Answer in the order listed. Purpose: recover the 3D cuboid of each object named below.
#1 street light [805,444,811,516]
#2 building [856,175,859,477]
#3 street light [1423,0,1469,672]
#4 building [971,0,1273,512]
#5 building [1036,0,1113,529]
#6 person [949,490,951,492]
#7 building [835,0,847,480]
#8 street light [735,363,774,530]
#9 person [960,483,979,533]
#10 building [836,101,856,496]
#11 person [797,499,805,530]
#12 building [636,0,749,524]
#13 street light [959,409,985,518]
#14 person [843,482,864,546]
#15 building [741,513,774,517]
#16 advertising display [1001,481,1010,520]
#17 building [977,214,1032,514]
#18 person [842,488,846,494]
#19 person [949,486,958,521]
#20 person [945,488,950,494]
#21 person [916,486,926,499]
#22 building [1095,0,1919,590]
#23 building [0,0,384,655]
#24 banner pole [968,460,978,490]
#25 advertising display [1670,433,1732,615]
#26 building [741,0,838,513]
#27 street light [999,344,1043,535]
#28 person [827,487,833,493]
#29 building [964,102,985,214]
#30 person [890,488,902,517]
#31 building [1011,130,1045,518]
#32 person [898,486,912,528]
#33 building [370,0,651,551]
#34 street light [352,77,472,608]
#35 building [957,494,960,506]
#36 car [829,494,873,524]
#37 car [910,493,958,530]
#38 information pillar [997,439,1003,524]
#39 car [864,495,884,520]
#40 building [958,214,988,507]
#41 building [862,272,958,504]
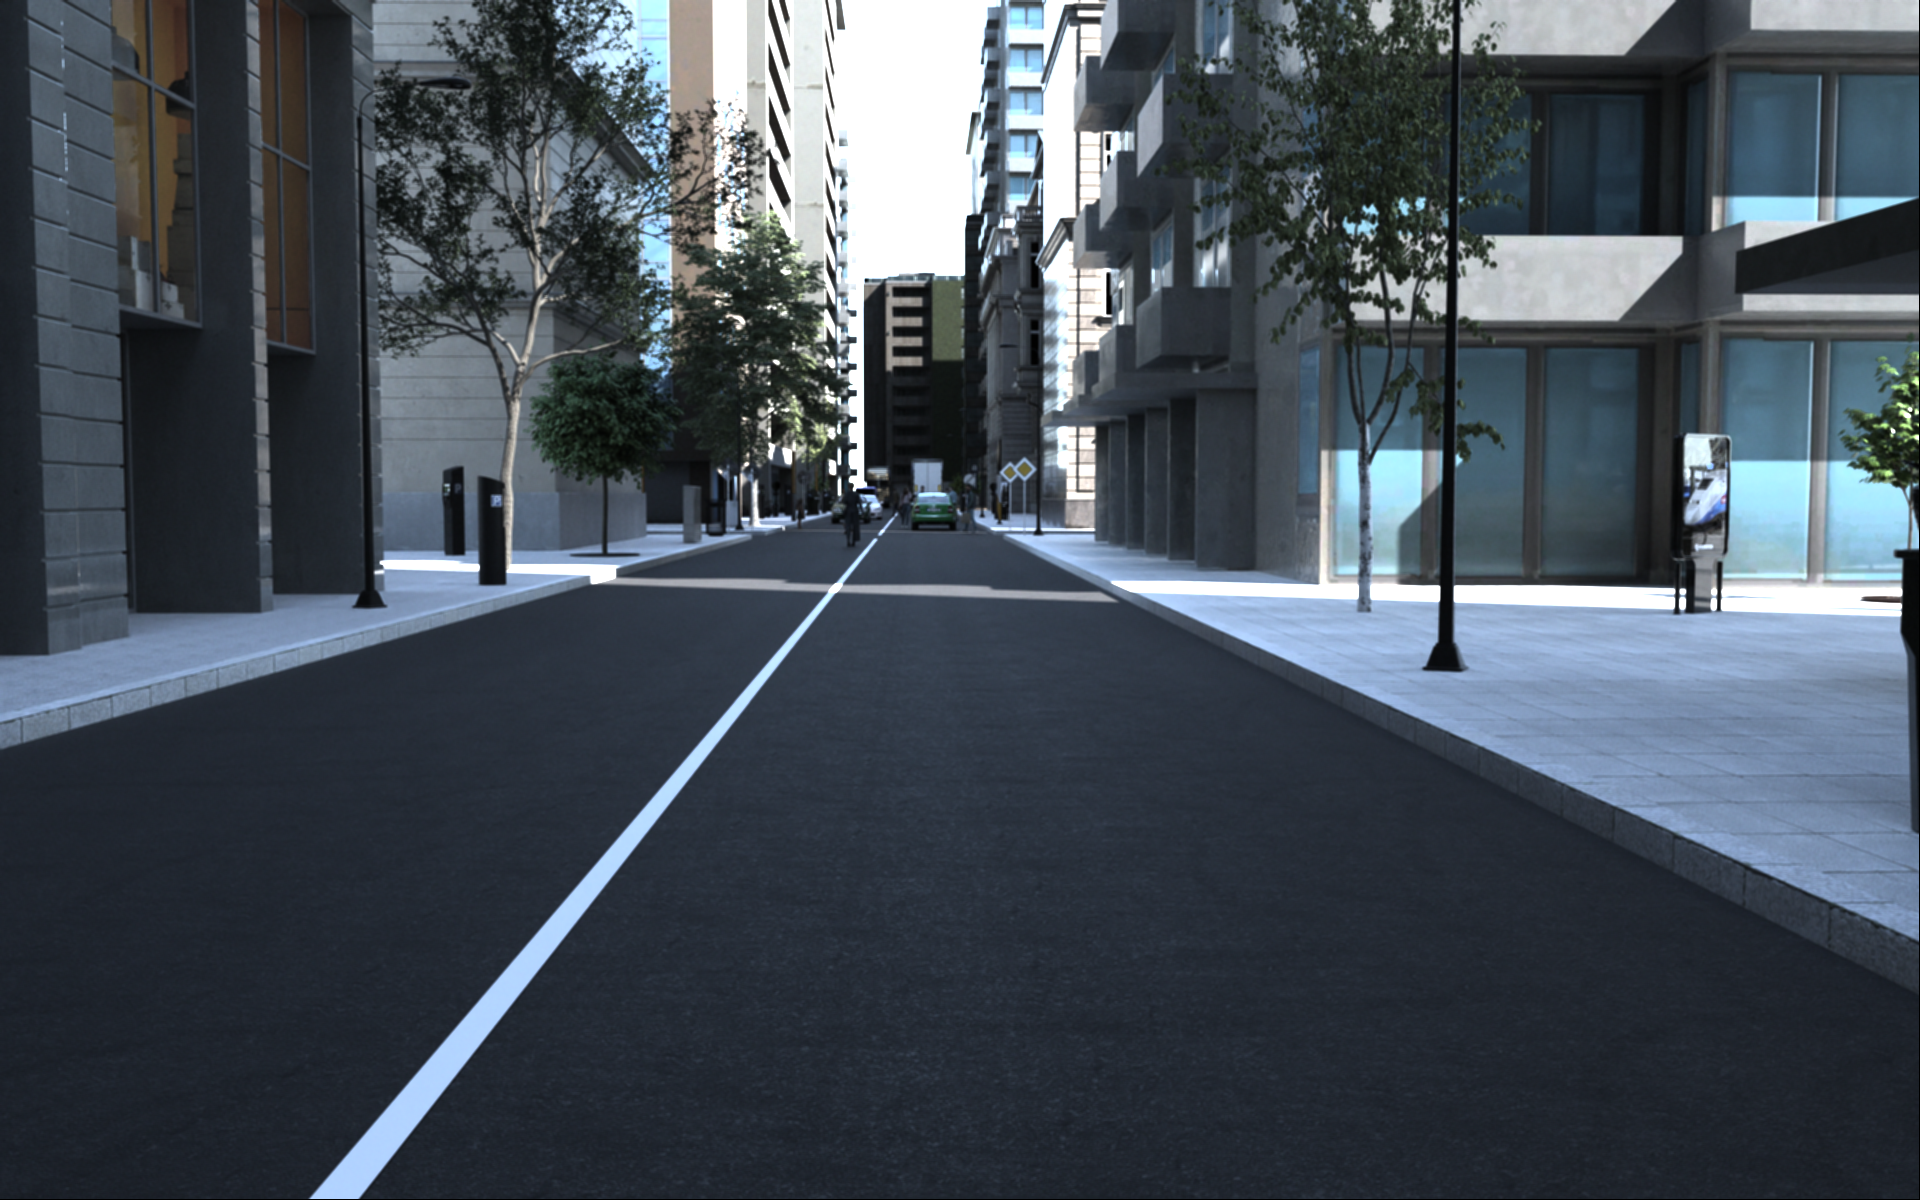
[{"bbox_3d":[-8.487,-7.965,102.774,1.470,5.913,1.316,0,4,-2],"label":"street light"},{"bbox_3d":[-28.815,-37.460,232.079,30.456,49.044,23.786,0,4,-2],"label":"building"},{"bbox_3d":[3.013,-2.443,12.484,1.470,5.913,1.316,0,4,-2],"label":"street light"},{"bbox_3d":[13.140,-32.905,157.598,23.786,49.044,30.456,0,4,-2],"label":"building"},{"bbox_3d":[15.775,-16.552,67.897,25.104,27.353,12.463,0,4,-2],"label":"building"},{"bbox_3d":[-1.041,-10.808,182.388,1.348,1.869,0.705,-1,4,-11],"label":"person"},{"bbox_3d":[-25.885,-35.561,170.659,28.713,52.752,27.495,0,4,-2],"label":"building"},{"bbox_3d":[-7.291,-5.433,61.364,1.470,5.913,1.316,0,4,-2],"label":"street light"},{"bbox_3d":[0.340,-3.372,63.623,0.713,1.824,0.794,0,4,6],"label":"person"},{"bbox_3d":[-27.988,-35.432,198.920,30.456,49.044,23.786,0,4,-2],"label":"building"},{"bbox_3d":[-6.382,-3.445,69.492,0.373,1.253,0.362,-2,4,-24],"label":"person"},{"bbox_3d":[-17.455,-26.272,79.650,14.600,45.320,14.200,0,4,-2],"label":"building"},{"bbox_3d":[0.675,-7.469,94.659,1.470,5.913,1.316,0,4,-2],"label":"street light"},{"bbox_3d":[-2.933,-2.357,47.456,0.576,1.772,0.534,-1,4,-18],"label":"person"},{"bbox_3d":[-21.663,-29.521,106.364,21.300,48.544,21.600,0,4,-2],"label":"building"},{"bbox_3d":[2.198,-4.879,84.983,0.123,1.923,0.974,-1,4,-23],"label":"advertising display"},{"bbox_3d":[8.314,-17.320,124.986,13.314,21.916,24.055,0,4,-2],"label":"building"},{"bbox_3d":[-10.445,-9.123,155.303,0.705,1.812,1.348,-1,4,-15],"label":"person"},{"bbox_3d":[-0.393,-5.159,92.720,0.638,1.841,0.748,-1,4,-23],"label":"person"},{"bbox_3d":[-0.781,-6.446,113.848,0.622,1.834,0.822,-3,4,-37],"label":"person"},{"bbox_3d":[-1.859,-4.752,86.065,0.638,1.841,0.748,1,4,22],"label":"person"},{"bbox_3d":[14.211,-25.458,35.844,23.786,49.044,30.456,0,4,-2],"label":"building"},{"bbox_3d":[-12.635,-14.055,7.287,11.434,29.767,29.804,0,4,-2],"label":"building"},{"bbox_3d":[0.900,-8.277,125.339,0.863,3.779,0.401,0,4,6],"label":"banner pole"},{"bbox_3d":[7.977,-0.822,18.654,0.974,1.923,0.123,-3,4,-37],"label":"advertising display"},{"bbox_3d":[-21.556,-31.969,146.394,21.300,48.544,21.600,0,4,-2],"label":"building"},{"bbox_3d":[1.900,-4.961,53.654,1.470,5.913,1.316,0,4,-2],"label":"street light"},{"bbox_3d":[-9.829,-7.642,131.262,0.520,1.790,0.573,-1,4,-21],"label":"person"},{"bbox_3d":[14.763,-39.535,235.638,27.495,52.752,28.713,0,4,-2],"label":"building"},{"bbox_3d":[-3.956,-6.078,107.787,0.836,1.842,0.656,-1,4,-8],"label":"person"},{"bbox_3d":[10.173,-16.913,95.606,14.460,24.649,34.723,0,4,-2],"label":"building"},{"bbox_3d":[-2.309,-3.909,73.007,0.593,1.750,0.643,0,4,7],"label":"person"},{"bbox_3d":[-20.334,-15.724,44.485,23.554,28.519,14.401,0,4,-2],"label":"building"},{"bbox_3d":[-6.138,-2.868,19.429,1.470,5.913,1.316,0,4,-2],"label":"street light"},{"bbox_3d":[15.661,-31.061,199.733,32.217,40.220,23.993,0,4,-2],"label":"building"},{"bbox_3d":[-5.375,-4.523,85.753,2.131,1.459,4.920,0,4,-1],"label":"car"},{"bbox_3d":[-1.055,-3.738,69.919,1.959,1.807,4.718,0,4,-1],"label":"car"},{"bbox_3d":[1.674,-5.057,74.044,0.183,3.616,0.504,-1,4,-12],"label":"information pillar"},{"bbox_3d":[-5.354,-5.235,97.947,2.083,1.381,4.827,0,4,-3],"label":"car"},{"bbox_3d":[7.369,-25.020,180.785,14.160,30.474,14.107,0,4,-2],"label":"building"},{"bbox_3d":[-5.828,-27.924,228.259,14.107,30.474,14.160,0,4,-2],"label":"building"}]
